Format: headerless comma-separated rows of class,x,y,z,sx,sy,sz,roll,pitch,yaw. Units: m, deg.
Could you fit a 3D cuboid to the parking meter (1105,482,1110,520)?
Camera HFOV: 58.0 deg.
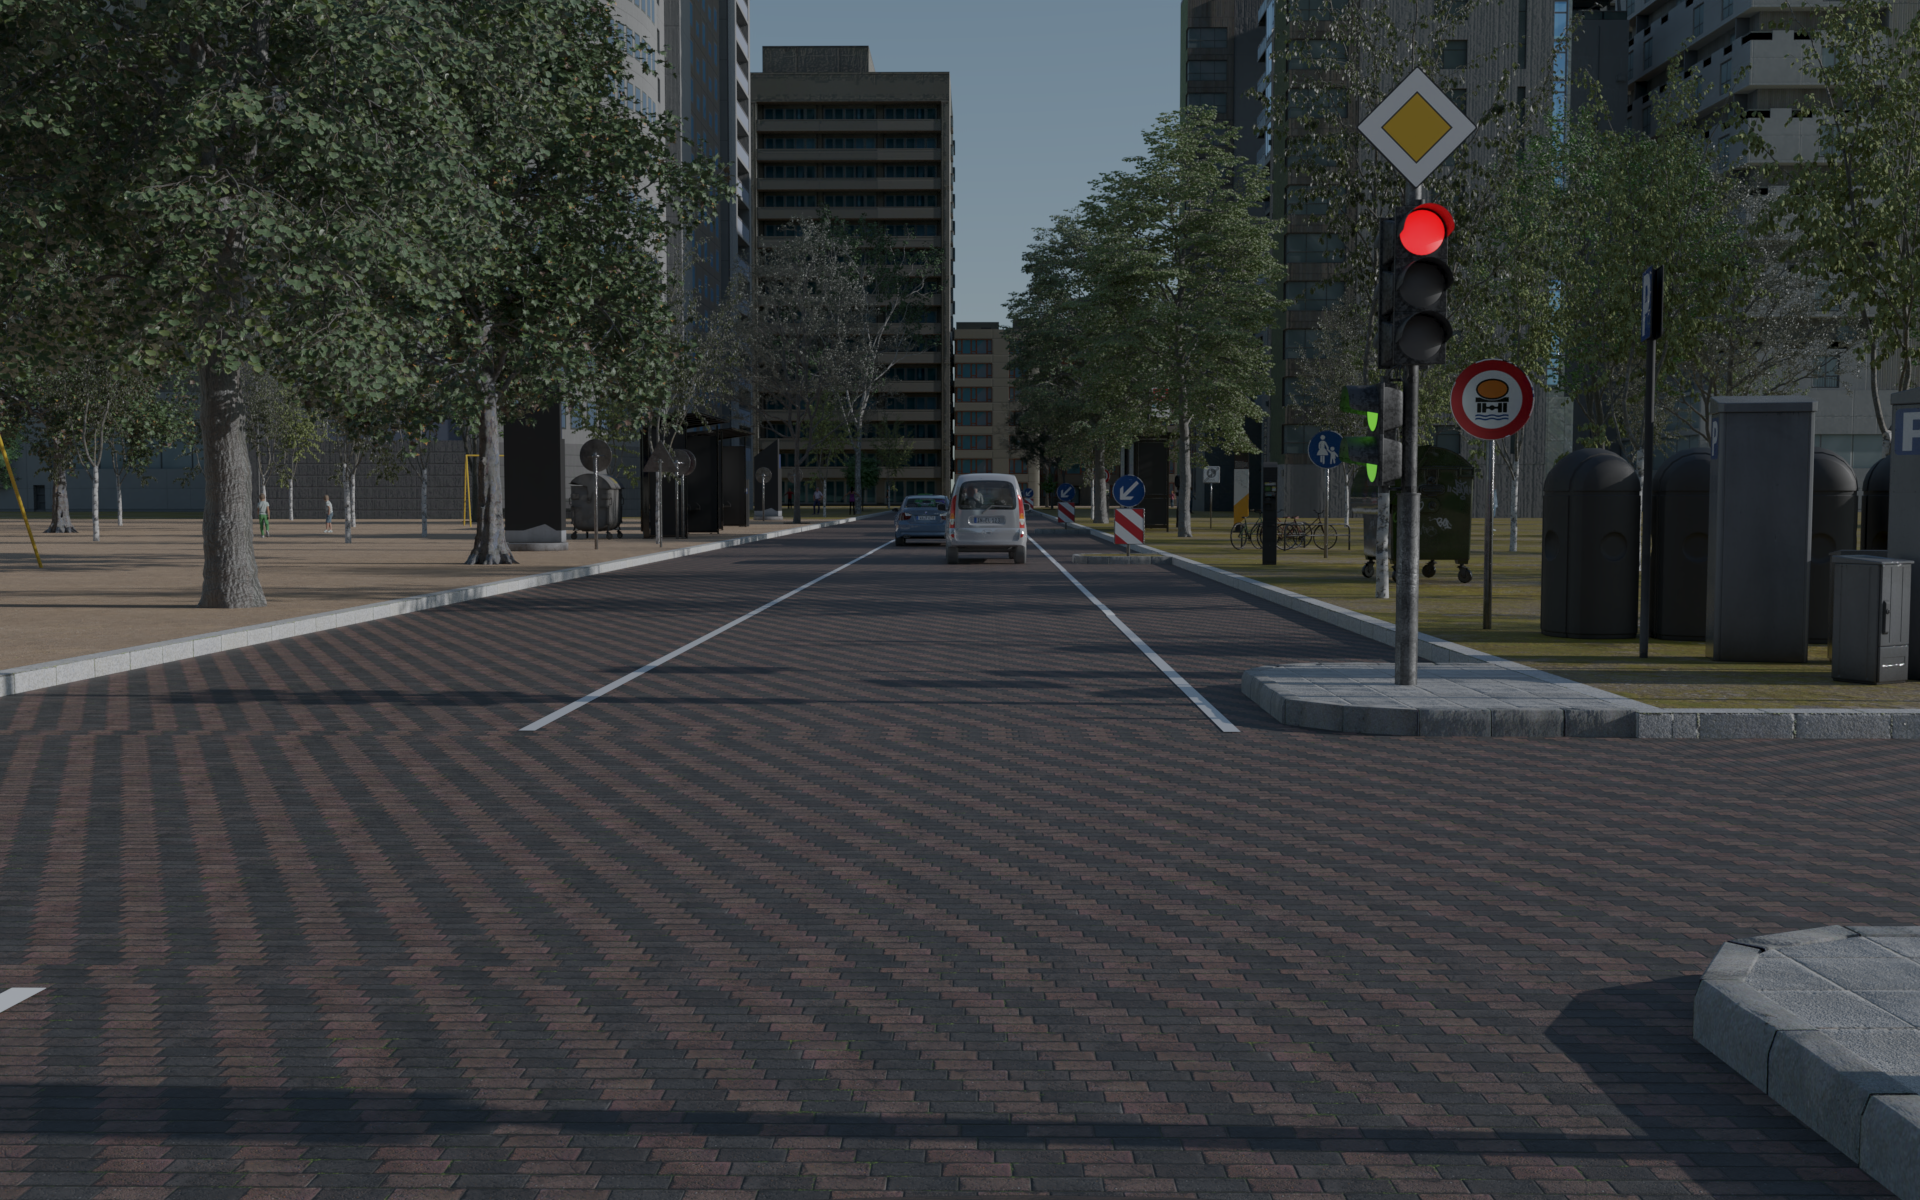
parking meter,7.001,-4.758,83.498,0.255,1.863,0.399,-2,4,-34

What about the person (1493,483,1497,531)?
person,18.474,-3.302,60.288,0.793,1.790,0.793,0,4,-7

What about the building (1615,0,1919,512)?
building,66.554,-33.410,135.494,27.495,52.752,28.713,0,4,1

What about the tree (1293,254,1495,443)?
tree,20.509,-10.340,79.428,12.009,13.543,11.850,0,3,0

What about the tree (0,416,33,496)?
tree,-49.559,-6.821,74.433,20.602,7.101,11.467,0,4,-7

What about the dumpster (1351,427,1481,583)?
dumpster,6.733,-1.415,25.632,1.502,2.255,1.985,0,4,1

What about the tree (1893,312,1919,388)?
tree,30.448,-6.195,51.644,4.360,8.622,3.978,0,3,0

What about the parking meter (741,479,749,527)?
parking meter,-8.538,-3.834,68.404,0.399,1.863,0.255,-2,4,-24

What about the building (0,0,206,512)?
building,-59.325,-33.554,137.853,27.495,52.752,28.713,0,4,1

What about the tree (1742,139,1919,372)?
tree,27.647,-7.282,44.812,9.928,11.665,9.643,0,3,0

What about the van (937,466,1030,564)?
van,0.520,-1.833,36.984,2.013,2.044,4.112,0,4,-1

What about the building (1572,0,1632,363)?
building,69.010,-45.912,188.911,20.611,71.187,20.563,0,4,1

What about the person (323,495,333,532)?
person,-21.129,-2.884,57.888,0.352,1.250,0.332,1,4,19

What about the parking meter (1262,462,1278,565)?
parking meter,5.618,-1.571,31.400,0.255,1.863,0.399,1,4,9

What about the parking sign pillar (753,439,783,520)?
parking sign pillar,-9.403,-5.889,84.751,1.447,3.967,1.447,1,4,19

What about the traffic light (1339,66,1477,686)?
traffic light,2.987,-1.385,11.560,0.839,4.253,0.868,0,4,1

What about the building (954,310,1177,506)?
building,14.021,-21.429,195.399,28.899,21.520,27.650,0,4,1

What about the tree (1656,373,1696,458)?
tree,32.091,-8.009,81.307,4.360,8.622,3.978,0,3,0

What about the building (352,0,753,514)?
building,-31.444,-36.548,139.557,28.212,58.520,21.231,0,4,1

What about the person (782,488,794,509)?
person,-14.728,-8.795,149.784,1.348,1.831,0.705,1,4,9

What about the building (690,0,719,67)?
building,-24.901,-28.889,122.453,14.600,45.320,14.200,0,4,1

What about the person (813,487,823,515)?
person,-8.973,-6.225,108.754,0.756,1.711,0.436,3,5,40

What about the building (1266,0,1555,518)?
building,24.442,-19.983,98.419,14.160,30.474,14.107,0,4,1

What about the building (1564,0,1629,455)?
building,45.874,-28.173,144.229,14.086,41.232,14.154,0,4,1

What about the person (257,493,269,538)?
person,-20.396,-2.474,50.735,0.306,1.304,0.590,-2,4,-33

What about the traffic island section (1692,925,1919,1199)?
traffic island section,2.919,1.137,3.689,2.009,0.180,2.903,0,4,1

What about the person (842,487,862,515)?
person,-6.676,-6.142,107.155,1.217,1.739,0.721,0,4,-3

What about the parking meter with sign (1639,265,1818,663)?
parking meter with sign,6.154,-1.040,13.268,1.738,3.016,0.543,1,4,14

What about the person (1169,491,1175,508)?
person,20.367,-9.645,166.909,0.721,1.743,1.217,-2,4,-32

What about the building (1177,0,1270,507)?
building,24.945,-28.126,143.451,14.154,41.232,14.086,0,4,1

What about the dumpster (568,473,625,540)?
dumpster,-10.356,-2.666,49.340,1.264,1.857,1.865,0,4,1

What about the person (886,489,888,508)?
person,-6.852,-9.529,162.672,0.721,1.723,1.217,-1,4,-10

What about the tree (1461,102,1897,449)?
tree,17.227,-7.403,46.801,9.928,11.665,9.643,0,3,0

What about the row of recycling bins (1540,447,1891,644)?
row of recycling bins,7.012,-0.501,15.301,3.534,1.692,1.069,1,4,12

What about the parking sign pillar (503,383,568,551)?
parking sign pillar,-9.654,-3.109,39.308,1.447,3.967,1.447,0,4,1

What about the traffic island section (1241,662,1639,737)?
traffic island section,3.027,0.649,11.673,2.009,0.180,2.903,0,4,1

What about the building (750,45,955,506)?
building,-11.435,-34.732,191.571,21.600,48.544,21.300,0,4,1

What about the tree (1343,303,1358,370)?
tree,14.740,-6.515,56.885,4.737,8.622,4.395,0,3,0

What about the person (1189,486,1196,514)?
person,15.227,-6.607,114.149,0.705,1.814,1.350,2,4,26

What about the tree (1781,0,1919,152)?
tree,11.437,-4.323,21.036,4.737,8.622,4.395,0,3,0

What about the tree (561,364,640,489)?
tree,-15.002,-7.563,74.017,4.737,8.622,4.395,0,3,0

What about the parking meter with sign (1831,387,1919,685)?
parking meter with sign,6.820,-0.965,12.038,1.738,3.016,0.543,-2,4,-29

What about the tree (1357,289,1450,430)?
tree,12.233,-5.401,38.676,4.737,8.622,4.395,0,3,0

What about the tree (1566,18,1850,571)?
tree,11.485,-4.809,28.988,4.737,8.622,4.395,0,3,0

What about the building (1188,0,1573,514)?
building,29.042,-49.348,119.510,22.319,86.520,31.000,0,4,1

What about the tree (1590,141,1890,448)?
tree,26.907,-9.218,61.085,12.009,13.543,11.850,0,3,0

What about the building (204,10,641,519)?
building,-28.441,-34.150,100.353,21.231,58.520,28.212,0,4,1
